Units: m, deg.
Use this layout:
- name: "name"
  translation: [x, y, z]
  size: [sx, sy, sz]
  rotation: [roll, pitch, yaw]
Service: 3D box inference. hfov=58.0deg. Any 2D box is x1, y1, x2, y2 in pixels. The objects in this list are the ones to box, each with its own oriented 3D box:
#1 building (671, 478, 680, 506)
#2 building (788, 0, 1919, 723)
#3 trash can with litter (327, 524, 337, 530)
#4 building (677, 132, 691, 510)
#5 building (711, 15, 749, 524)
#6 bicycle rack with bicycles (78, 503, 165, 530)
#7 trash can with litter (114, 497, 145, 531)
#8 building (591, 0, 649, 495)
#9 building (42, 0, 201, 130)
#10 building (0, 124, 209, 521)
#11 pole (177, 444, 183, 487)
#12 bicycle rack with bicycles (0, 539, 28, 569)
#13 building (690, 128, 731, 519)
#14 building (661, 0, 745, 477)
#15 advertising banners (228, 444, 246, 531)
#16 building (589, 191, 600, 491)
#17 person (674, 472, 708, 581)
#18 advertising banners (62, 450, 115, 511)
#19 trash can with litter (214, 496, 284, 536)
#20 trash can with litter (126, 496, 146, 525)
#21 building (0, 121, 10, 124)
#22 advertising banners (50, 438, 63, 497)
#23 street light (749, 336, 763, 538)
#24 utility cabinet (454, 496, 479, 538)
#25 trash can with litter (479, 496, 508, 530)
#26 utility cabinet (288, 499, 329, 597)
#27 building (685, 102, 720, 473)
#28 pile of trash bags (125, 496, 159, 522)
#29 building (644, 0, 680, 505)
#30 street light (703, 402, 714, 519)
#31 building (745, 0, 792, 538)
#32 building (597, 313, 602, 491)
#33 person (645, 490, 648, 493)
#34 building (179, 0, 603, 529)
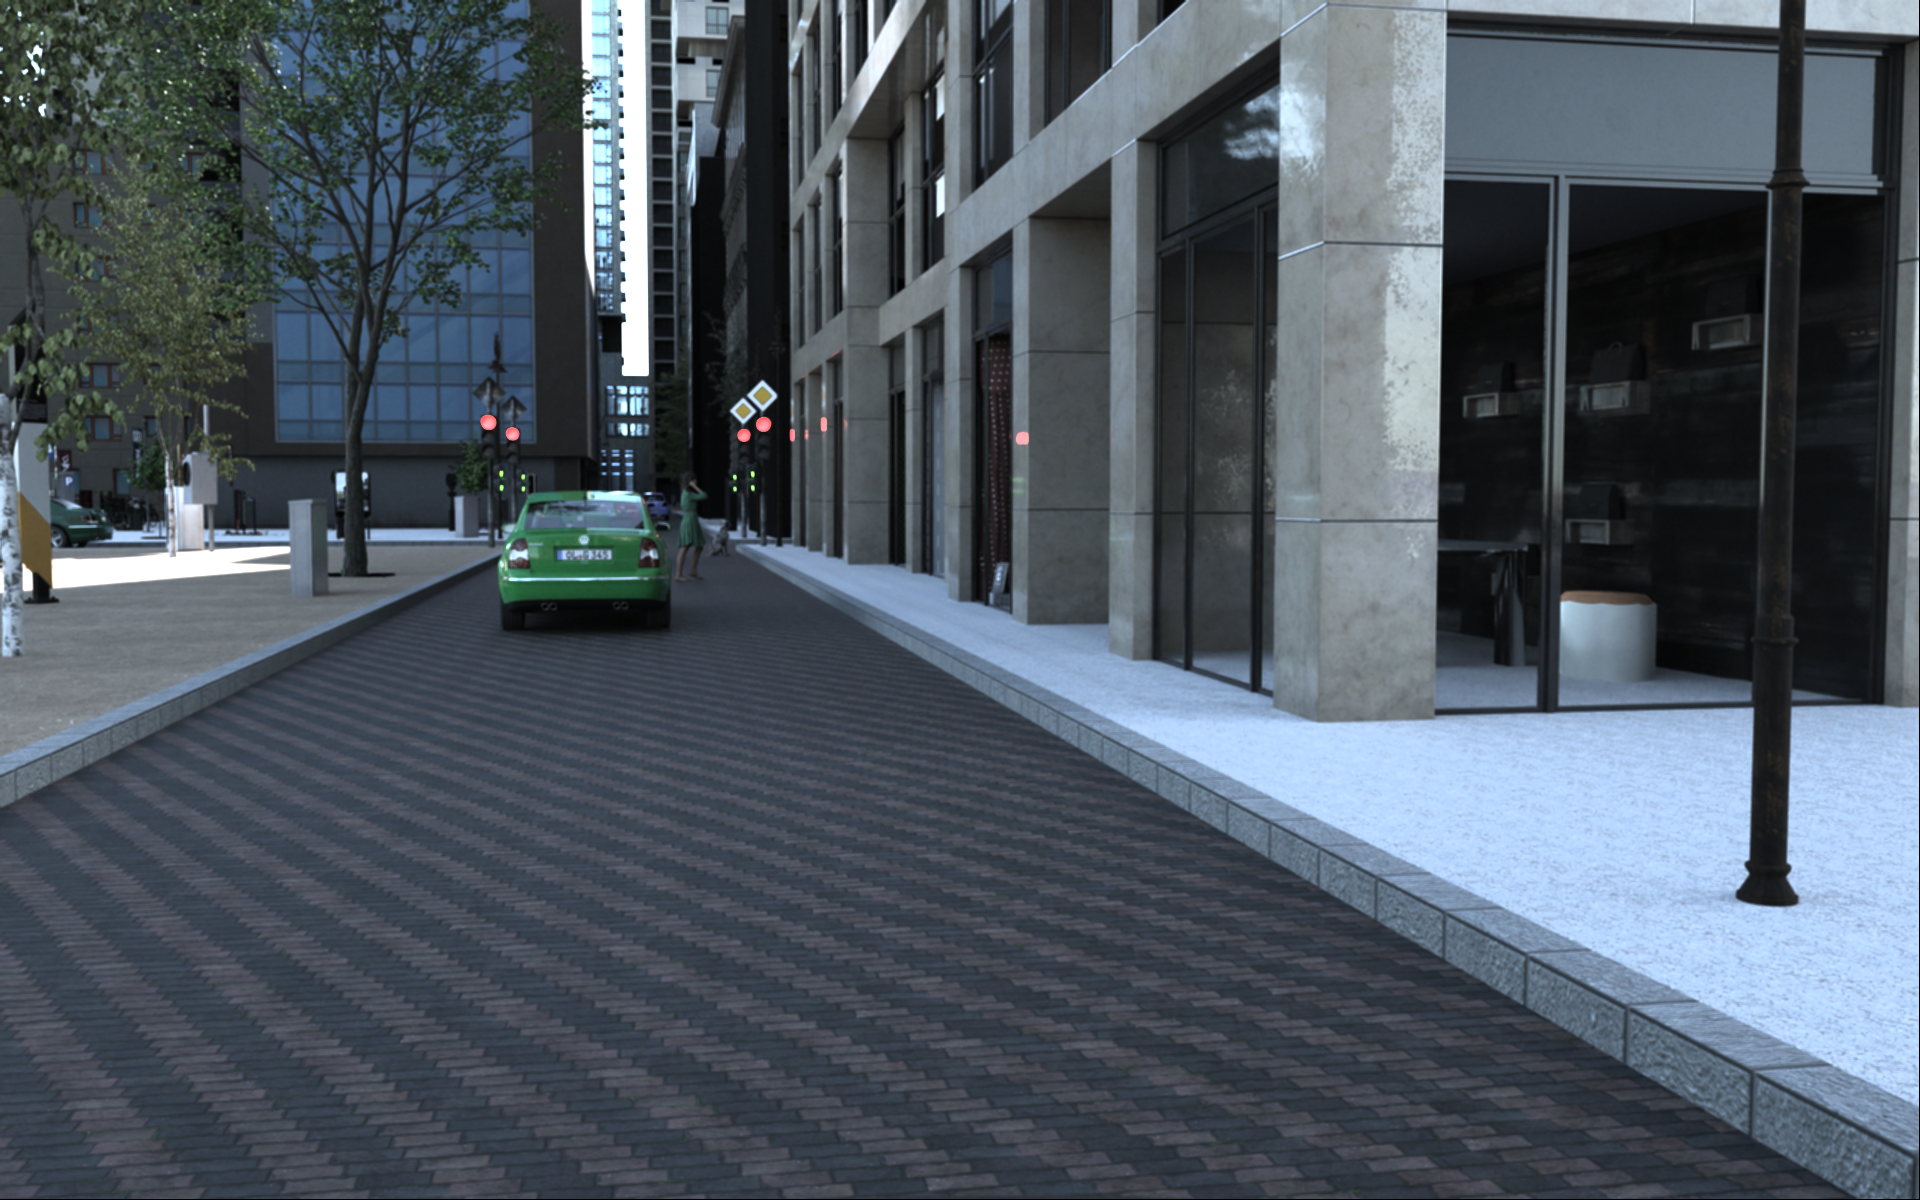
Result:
- name: "building"
  translation: [-15.475, -30.471, 190.089]
  size: [32.217, 40.220, 23.993]
  rotation: [-1, 4, -10]
- name: "building"
  translation: [8.350, -13.628, 27.339]
  size: [19.350, 26.468, 34.151]
  rotation: [-1, 4, -10]
- name: "trash can with litter"
  translation: [-22.264, -3.124, 62.138]
  size: [1.678, 1.210, 2.233]
  rotation: [-1, 4, -9]
- name: "building"
  translation: [-16.089, -22.674, 142.423]
  size: [14.160, 30.474, 14.107]
  rotation: [-1, 4, -10]
- name: "building"
  translation: [-5.367, -15.322, 79.401]
  size: [11.050, 23.489, 19.941]
  rotation: [-1, 4, -10]
- name: "bicycle rack with bicycles"
  translation: [-31.970, -3.249, 66.499]
  size: [2.852, 0.926, 2.925]
  rotation: [0, 4, -6]
- name: "trash can with litter"
  translation: [-28.972, -2.994, 60.332]
  size: [1.055, 1.170, 0.624]
  rotation: [0, 4, 4]
- name: "building"
  translation: [-54.258, -54.988, 211.731]
  size: [31.000, 86.520, 22.319]
  rotation: [-1, 4, -10]
- name: "building"
  translation: [-94.227, -46.896, 204.998]
  size: [20.611, 71.187, 20.563]
  rotation: [-1, 4, -10]
- name: "building"
  translation: [-36.093, -15.436, 97.414]
  size: [27.650, 21.520, 28.899]
  rotation: [-1, 4, -10]
- name: "pole"
  translation: [-31.553, -4.668, 70.168]
  size: [0.158, 3.312, 0.155]
  rotation: [0, 3, 0]
- name: "bicycle rack with bicycles"
  translation: [-17.044, -0.958, 29.038]
  size: [2.925, 0.926, 2.852]
  rotation: [1, 4, 19]
- name: "building"
  translation: [-8.739, -16.413, 98.026]
  size: [12.332, 23.373, 15.834]
  rotation: [-1, 4, -10]
- name: "building"
  translation: [-13.306, -35.152, 163.974]
  size: [28.713, 52.752, 27.495]
  rotation: [-1, 4, -10]
- name: "advertising banners"
  translation: [-25.519, -3.970, 61.103]
  size: [0.090, 3.025, 2.074]
  rotation: [-1, 4, -9]
- name: "building"
  translation: [-40.234, -23.580, 157.238]
  size: [14.160, 30.474, 14.107]
  rotation: [-1, 4, -10]
- name: "person"
  translation: [-4.475, -1.214, 28.594]
  size: [0.529, 1.795, 0.600]
  rotation: [-2, 4, -25]
- name: "advertising banners"
  translation: [-34.885, -4.463, 69.162]
  size: [2.074, 3.025, 0.090]
  rotation: [-3, 5, -43]
- name: "trash can with litter"
  translation: [-22.426, -2.639, 54.212]
  size: [2.233, 1.210, 1.678]
  rotation: [2, 4, 29]
- name: "trash can with litter"
  translation: [-34.827, -3.726, 71.984]
  size: [1.678, 1.210, 2.233]
  rotation: [3, 5, 41]
- name: "building"
  translation: [-111.250, -33.621, 199.808]
  size: [14.200, 45.320, 14.600]
  rotation: [-1, 4, -10]
- name: "advertising banners"
  translation: [-28.437, -3.557, 54.353]
  size: [0.090, 3.025, 2.074]
  rotation: [-2, 4, -34]
- name: "street light"
  translation: [-5.931, -4.779, 50.924]
  size: [0.468, 5.910, 1.993]
  rotation: [-1, 4, -10]
- name: "utility cabinet"
  translation: [-14.532, -2.438, 51.022]
  size: [0.306, 1.237, 1.020]
  rotation: [1, 4, 9]
- name: "trash can with litter"
  translation: [-16.886, -3.127, 62.183]
  size: [2.233, 1.210, 1.678]
  rotation: [-1, 4, -11]
- name: "utility cabinet"
  translation: [-8.292, -0.666, 22.046]
  size: [0.306, 1.237, 1.020]
  rotation: [-1, 4, -10]
- name: "building"
  translation: [-11.864, -18.198, 115.558]
  size: [12.078, 24.808, 19.932]
  rotation: [-1, 4, -10]
- name: "pile of trash bags"
  translation: [-37.580, -4.302, 80.097]
  size: [3.447, 1.369, 1.912]
  rotation: [-3, 4, -37]
- name: "building"
  translation: [-28.852, -47.612, 216.716]
  size: [20.611, 71.187, 20.563]
  rotation: [-1, 4, -10]
- name: "street light"
  translation: [-12.665, -7.005, 87.325]
  size: [0.468, 5.910, 1.993]
  rotation: [-1, 4, -10]
- name: "building"
  translation: [1.303, -13.899, 56.927]
  size: [15.834, 23.373, 12.332]
  rotation: [-1, 4, -10]
- name: "building"
  translation: [-52.829, -20.639, 182.488]
  size: [28.899, 21.520, 27.650]
  rotation: [-1, 4, -10]
- name: "person"
  translation: [-27.766, -8.865, 153.435]
  size: [0.705, 1.826, 1.348]
  rotation: [2, 4, 24]
- name: "building"
  translation: [-22.006, -25.638, 69.297]
  size: [14.600, 45.320, 14.200]
  rotation: [-1, 4, -10]
